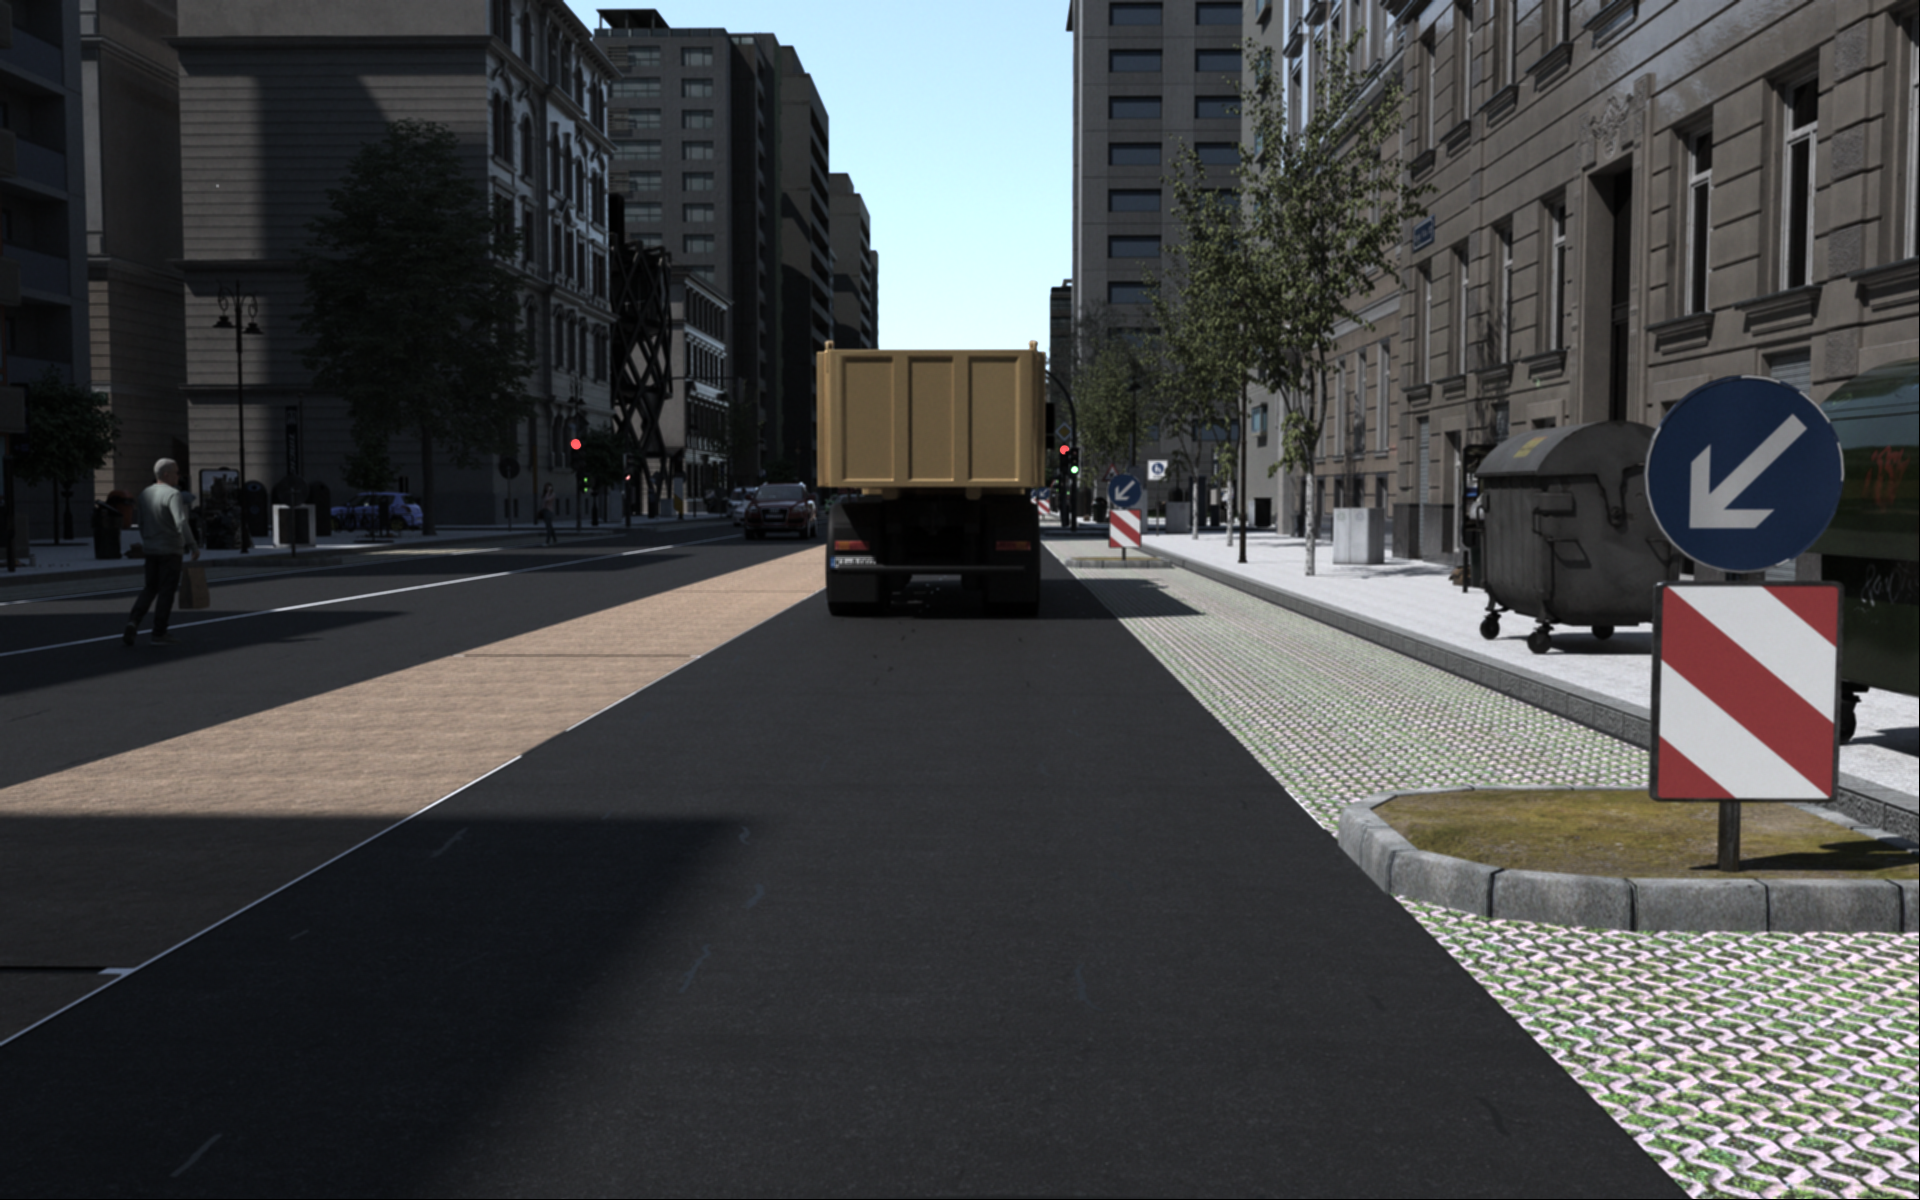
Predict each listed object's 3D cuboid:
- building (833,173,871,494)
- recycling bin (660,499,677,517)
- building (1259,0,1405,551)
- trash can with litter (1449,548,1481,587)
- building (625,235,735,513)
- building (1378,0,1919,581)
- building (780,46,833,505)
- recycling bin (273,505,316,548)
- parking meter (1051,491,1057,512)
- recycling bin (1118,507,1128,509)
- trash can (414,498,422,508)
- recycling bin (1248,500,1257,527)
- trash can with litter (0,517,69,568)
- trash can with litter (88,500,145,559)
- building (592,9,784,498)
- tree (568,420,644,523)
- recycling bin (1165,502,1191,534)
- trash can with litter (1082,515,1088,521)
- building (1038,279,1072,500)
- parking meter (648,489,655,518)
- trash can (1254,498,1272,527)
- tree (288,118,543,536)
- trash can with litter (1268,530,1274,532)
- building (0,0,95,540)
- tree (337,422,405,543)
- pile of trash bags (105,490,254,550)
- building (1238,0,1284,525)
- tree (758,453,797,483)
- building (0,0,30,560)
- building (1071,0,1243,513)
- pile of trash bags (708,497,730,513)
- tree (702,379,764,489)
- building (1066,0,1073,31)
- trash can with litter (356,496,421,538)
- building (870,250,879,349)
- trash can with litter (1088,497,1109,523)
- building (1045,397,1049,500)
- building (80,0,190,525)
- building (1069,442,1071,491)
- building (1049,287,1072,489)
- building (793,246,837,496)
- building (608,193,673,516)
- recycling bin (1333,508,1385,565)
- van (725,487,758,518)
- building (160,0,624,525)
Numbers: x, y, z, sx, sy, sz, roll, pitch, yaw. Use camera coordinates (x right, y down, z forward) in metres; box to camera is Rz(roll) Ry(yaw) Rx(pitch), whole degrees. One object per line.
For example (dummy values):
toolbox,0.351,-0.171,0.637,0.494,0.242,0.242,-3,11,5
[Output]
building,-24.998,-39.164,264.026,21.300,48.544,21.600,0,4,1
recycling bin,-16.162,-5.100,95.939,0.722,1.027,0.722,1,4,14
building,16.134,-15.836,44.821,13.634,28.700,20.117,0,4,1
trash can with litter,7.132,-0.770,23.978,0.624,1.170,1.055,-1,4,-16
building,-23.038,-15.997,126.172,10.561,19.102,19.286,0,4,1
building,14.210,-13.762,22.275,12.463,27.353,25.104,0,4,1
building,-26.083,-34.765,192.107,21.300,48.544,21.600,0,4,1
recycling bin,-15.995,-1.778,41.622,0.722,1.027,0.722,3,4,36
parking meter,6.687,-7.020,123.194,0.372,1.533,0.369,0,3,0
recycling bin,10.700,-6.076,111.901,0.722,1.027,0.722,-1,4,-21
trash can,-21.594,-3.467,68.334,0.748,1.137,0.748,0,3,0
recycling bin,11.888,-3.433,68.680,0.722,1.027,0.722,2,4,32
trash can with litter,-17.135,-1.212,30.876,2.233,1.210,1.678,3,4,37
trash can with litter,-16.636,-1.401,34.287,1.055,1.170,0.624,-3,5,-39
building,-23.118,-28.482,149.276,14.154,41.232,14.086,0,4,1
tree,-15.732,-5.694,76.815,4.285,4.588,4.351,0,3,0
recycling bin,7.042,-2.654,55.947,0.722,1.027,0.722,1,4,15
trash can with litter,6.248,-4.287,81.487,1.055,1.170,0.624,1,4,12
building,29.081,-36.522,289.007,32.217,40.220,23.993,0,4,1
parking meter,-16.268,-5.069,91.288,0.372,1.533,0.369,0,3,0
trash can,11.653,-3.365,66.669,0.748,1.137,0.748,0,3,0
tree,-16.855,-8.258,53.154,7.486,12.596,7.792,0,3,0
trash can with litter,11.122,-2.892,58.336,1.678,1.210,2.233,-1,4,-14
building,-39.895,-30.810,45.741,28.212,58.520,21.231,0,4,1
tree,-15.466,-3.139,45.923,1.663,3.219,1.824,0,3,0
pile of trash bags,-18.398,-1.897,40.771,3.447,1.369,1.912,0,4,3
building,23.775,-27.743,77.305,21.600,48.544,21.300,0,4,1
tree,-14.639,-9.523,139.412,4.285,4.588,4.351,0,3,0
building,-32.694,-10.689,19.798,27.650,21.520,28.899,0,4,1
building,18.738,-35.768,126.813,21.231,58.520,28.212,0,4,1
pile of trash bags,-15.607,-6.526,116.451,1.912,1.369,3.447,1,4,13
tree,-14.479,-9.816,110.848,4.737,8.622,4.395,0,3,0
building,25.157,-35.450,168.841,28.713,52.752,27.495,0,4,1
trash can with litter,-17.110,-2.460,51.275,1.678,1.210,2.233,-3,5,-41
building,-20.693,-36.624,282.388,14.154,41.232,14.086,0,4,1
trash can with litter,6.311,-3.955,76.059,0.624,1.170,1.055,3,5,43
building,26.968,-25.539,262.594,27.650,21.520,28.899,0,4,1
building,-44.173,-17.771,76.464,20.117,28.700,13.634,0,4,1
building,24.467,-54.126,197.629,22.319,86.520,31.000,0,4,1
building,19.408,-28.703,241.002,14.160,30.474,14.107,0,4,1
building,-30.459,-33.620,241.565,32.217,40.220,23.993,0,4,1
building,-25.742,-14.353,102.128,16.820,18.784,16.811,0,4,1
recycling bin,7.303,-1.172,31.710,0.722,1.027,0.722,3,4,38
van,-12.136,-5.548,97.713,2.013,2.044,4.112,0,4,1
building,-25.047,-17.983,81.413,14.401,28.519,23.554,0,4,1
